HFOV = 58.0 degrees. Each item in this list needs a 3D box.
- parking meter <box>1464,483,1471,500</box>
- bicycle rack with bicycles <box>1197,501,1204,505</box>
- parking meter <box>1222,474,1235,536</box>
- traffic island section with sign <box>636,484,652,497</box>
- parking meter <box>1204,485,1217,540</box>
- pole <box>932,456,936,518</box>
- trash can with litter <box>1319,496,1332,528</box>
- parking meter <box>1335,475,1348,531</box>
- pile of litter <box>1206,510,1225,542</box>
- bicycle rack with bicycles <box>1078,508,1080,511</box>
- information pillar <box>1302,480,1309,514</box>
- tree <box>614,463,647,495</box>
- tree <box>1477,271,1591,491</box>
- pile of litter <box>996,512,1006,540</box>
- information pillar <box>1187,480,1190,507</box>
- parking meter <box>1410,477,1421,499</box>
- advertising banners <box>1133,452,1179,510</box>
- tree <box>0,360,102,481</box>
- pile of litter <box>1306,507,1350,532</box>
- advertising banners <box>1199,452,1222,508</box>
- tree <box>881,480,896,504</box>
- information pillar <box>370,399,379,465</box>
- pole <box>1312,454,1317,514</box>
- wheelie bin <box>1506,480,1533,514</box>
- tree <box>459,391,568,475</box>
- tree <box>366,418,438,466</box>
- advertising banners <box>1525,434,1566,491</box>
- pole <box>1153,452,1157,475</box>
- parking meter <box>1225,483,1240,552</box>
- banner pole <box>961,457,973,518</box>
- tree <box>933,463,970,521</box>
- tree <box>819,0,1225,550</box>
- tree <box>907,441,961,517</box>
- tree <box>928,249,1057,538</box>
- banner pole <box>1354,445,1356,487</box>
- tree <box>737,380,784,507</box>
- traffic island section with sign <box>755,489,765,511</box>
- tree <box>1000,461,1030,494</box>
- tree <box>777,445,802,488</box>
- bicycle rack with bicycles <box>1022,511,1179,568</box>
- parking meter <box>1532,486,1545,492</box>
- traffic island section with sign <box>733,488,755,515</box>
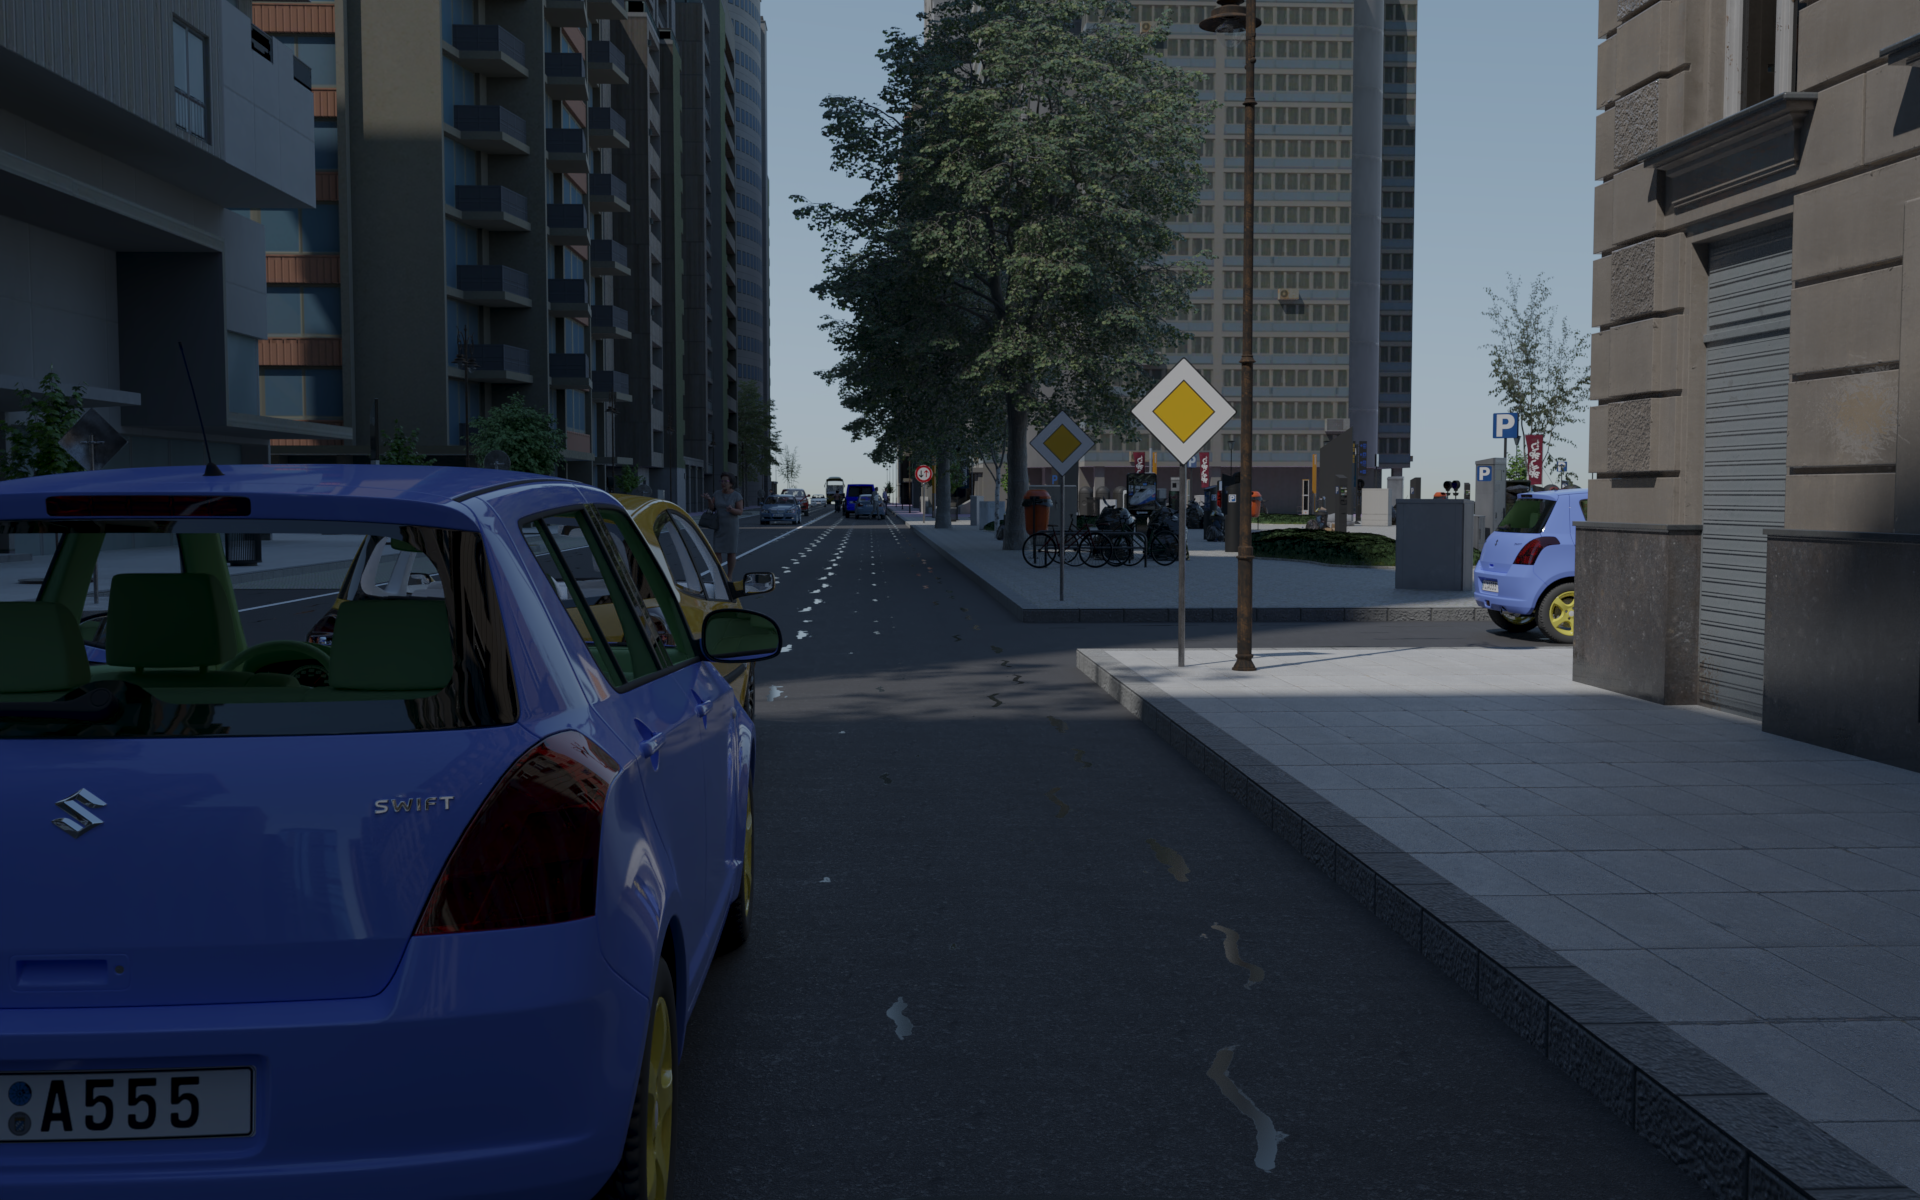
[{"bbox_3d":[25.560,-4.991,87.318,0.255,1.863,0.399,0,4,4],"label":"parking meter"},{"bbox_3d":[12.293,-4.421,85.672,2.925,0.926,2.852,-1,4,-20],"label":"bicycle rack with bicycles"},{"bbox_3d":[7.709,-2.689,49.678,0.399,1.863,0.255,0,4,5],"label":"parking meter"},{"bbox_3d":[-12.743,-3.745,69.851,1.989,1.847,2.006,0,4,-3],"label":"traffic island section with sign"},{"bbox_3d":[7.045,-2.466,48.723,0.372,1.533,0.369,0,3,0],"label":"parking meter"},{"bbox_3d":[-1.397,-6.047,92.712,0.158,3.312,0.155,0,3,0],"label":"pole"},{"bbox_3d":[13.767,-3.328,65.476,1.678,1.210,2.233,0,4,7],"label":"trash can with litter"},{"bbox_3d":[11.458,-2.836,52.079,0.255,1.863,0.399,-1,4,-11],"label":"parking meter"},{"bbox_3d":[7.231,-2.019,46.972,1.176,0.858,1.719,2,4,32],"label":"pile of litter"},{"bbox_3d":[5.946,-4.338,84.311,2.852,0.926,2.925,2,4,25],"label":"bicycle rack with bicycles"},{"bbox_3d":[17.637,-5.134,88.425,0.304,2.012,0.304,0,4,4],"label":"information pillar"},{"bbox_3d":[-17.914,-6.019,93.008,1.663,3.219,1.824,0,3,0],"label":"tree"},{"bbox_3d":[18.974,-6.526,57.055,4.360,8.622,3.978,0,3,0],"label":"tree"},{"bbox_3d":[1.661,-2.107,48.414,1.176,0.858,1.719,3,5,41],"label":"pile of litter"},{"bbox_3d":[11.387,-5.070,87.389,0.304,2.012,0.304,2,4,31],"label":"information pillar"},{"bbox_3d":[15.806,-3.329,60.148,0.255,1.863,0.399,-1,4,-14],"label":"parking meter"},{"bbox_3d":[8.118,-4.597,71.355,2.074,3.025,0.090,1,4,22],"label":"advertising banners"},{"bbox_3d":[-13.038,-1.869,25.159,1.663,3.219,1.824,0,3,0],"label":"tree"},{"bbox_3d":[12.179,-2.659,57.439,1.719,0.858,1.176,-1,4,-11],"label":"pile of litter"},{"bbox_3d":[10.717,-4.615,71.641,2.074,3.025,0.090,3,5,45],"label":"advertising banners"},{"bbox_3d":[-10.282,-15.718,251.595,1.663,3.219,1.824,0,3,0],"label":"tree"},{"bbox_3d":[-14.417,-3.141,42.713,0.183,3.616,0.504,-2,4,-33],"label":"information pillar"},{"bbox_3d":[18.161,-5.807,88.785,0.158,3.312,0.155,0,3,0],"label":"pole"},{"bbox_3d":[12.490,-1.894,38.867,0.980,1.594,0.693,1,4,12],"label":"wheelie bin"},{"bbox_3d":[-14.176,-4.372,55.191,4.285,4.588,4.351,0,3,0],"label":"tree"},{"bbox_3d":[-14.314,-3.029,44.124,1.663,3.219,1.824,0,3,0],"label":"tree"},{"bbox_3d":[17.438,-3.307,50.262,2.074,3.025,0.090,2,4,28],"label":"advertising banners"},{"bbox_3d":[9.520,-5.559,84.732,0.158,3.312,0.155,0,3,0],"label":"pole"},{"bbox_3d":[6.043,-1.825,38.252,0.372,1.533,0.369,0,3,0],"label":"parking meter"},{"bbox_3d":[0.421,-6.306,93.127,0.863,3.779,0.401,1,4,15],"label":"banner pole"},{"bbox_3d":[-0.620,-5.457,83.827,1.663,3.219,1.824,0,3,0],"label":"tree"},{"bbox_3d":[1.199,-8.126,39.522,9.857,13.997,8.962,0,3,0],"label":"tree"},{"bbox_3d":[-1.153,-6.919,96.834,4.285,4.588,4.351,0,3,0],"label":"tree"},{"bbox_3d":[1.048,-6.097,50.045,4.360,8.622,3.978,0,3,0],"label":"tree"},{"bbox_3d":[17.399,-5.345,77.412,0.401,3.779,0.863,-3,5,-41],"label":"banner pole"},{"bbox_3d":[-21.187,-15.489,171.374,7.486,12.596,7.792,0,3,0],"label":"tree"},{"bbox_3d":[-16.830,-8.470,147.112,1.989,1.847,2.006,0,4,-3],"label":"traffic island section with sign"},{"bbox_3d":[2.660,-5.729,88.273,1.663,3.219,1.824,0,3,0],"label":"tree"},{"bbox_3d":[-24.727,-18.421,251.539,4.360,8.622,3.978,0,3,0],"label":"tree"},{"bbox_3d":[2.481,-1.075,30.957,2.925,0.926,2.852,0,4,-2],"label":"bicycle rack with bicycles"},{"bbox_3d":[17.638,-2.716,52.818,0.372,1.533,0.369,0,3,0],"label":"parking meter"},{"bbox_3d":[-15.359,-6.779,119.458,1.989,1.847,2.006,0,4,-3],"label":"traffic island section with sign"}]
